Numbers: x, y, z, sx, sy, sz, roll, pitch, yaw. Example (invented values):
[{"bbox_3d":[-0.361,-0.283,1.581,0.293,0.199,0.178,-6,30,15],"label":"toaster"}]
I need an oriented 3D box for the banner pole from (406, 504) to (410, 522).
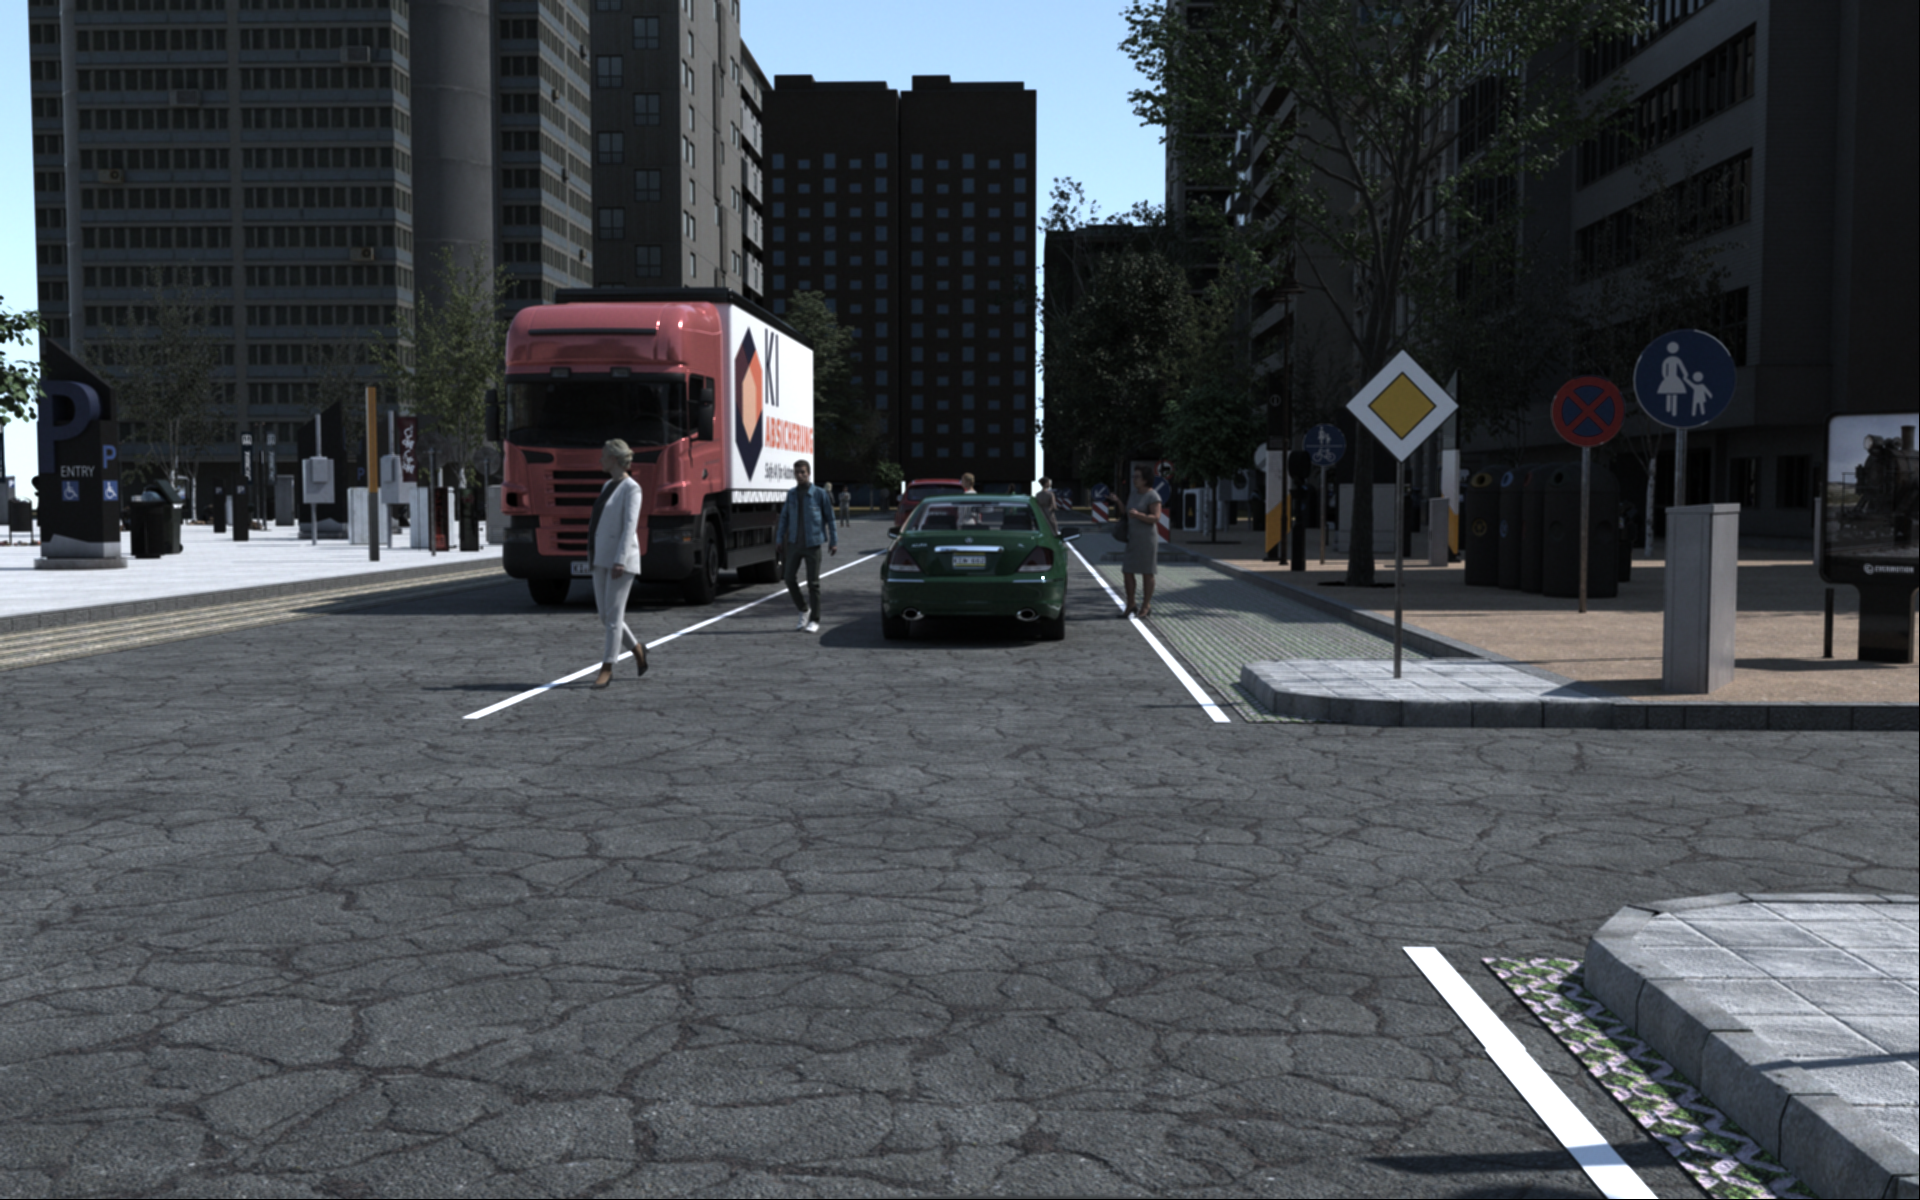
[{"bbox_3d":[-25.707,-5.561,80.931,0.401,3.779,0.863,2,4,24],"label":"banner pole"}]

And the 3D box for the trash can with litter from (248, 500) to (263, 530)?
[{"bbox_3d":[-25.608,-3.129,62.546,1.055,1.170,0.624,2,4,28],"label":"trash can with litter"}]

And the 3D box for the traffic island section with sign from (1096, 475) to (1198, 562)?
[{"bbox_3d":[4.018,-1.744,37.143,1.989,1.847,2.006,0,4,2],"label":"traffic island section with sign"}]

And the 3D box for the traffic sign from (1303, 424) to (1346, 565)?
[{"bbox_3d":[6.603,-1.919,31.475,0.768,2.556,0.104,0,4,7],"label":"traffic sign"}]

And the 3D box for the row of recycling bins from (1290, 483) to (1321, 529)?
[{"bbox_3d":[13.335,-3.536,64.924,3.534,1.692,1.069,2,4,33],"label":"row of recycling bins"}]

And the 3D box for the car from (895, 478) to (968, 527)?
[{"bbox_3d":[-0.499,-2.125,43.421,2.281,1.827,5.304,0,4,2],"label":"car"}]

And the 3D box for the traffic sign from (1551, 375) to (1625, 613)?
[{"bbox_3d":[6.734,-1.134,18.654,0.768,2.556,0.104,0,4,7],"label":"traffic sign"}]

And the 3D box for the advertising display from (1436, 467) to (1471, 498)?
[{"bbox_3d":[11.804,-2.218,41.475,0.974,1.923,0.123,-2,4,-26],"label":"advertising display"}]

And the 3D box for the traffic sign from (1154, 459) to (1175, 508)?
[{"bbox_3d":[7.414,-3.835,62.815,0.768,2.556,0.104,1,4,10],"label":"traffic sign"}]

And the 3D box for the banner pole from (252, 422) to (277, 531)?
[{"bbox_3d":[-24.111,-4.306,60.420,0.863,3.779,0.401,2,4,28],"label":"banner pole"}]

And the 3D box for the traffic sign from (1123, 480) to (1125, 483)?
[{"bbox_3d":[8.592,-5.309,86.804,0.884,2.594,0.081,1,4,8],"label":"traffic sign"}]

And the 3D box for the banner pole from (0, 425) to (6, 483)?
[{"bbox_3d":[-27.059,-3.576,48.492,0.401,3.779,0.863,1,4,18],"label":"banner pole"}]

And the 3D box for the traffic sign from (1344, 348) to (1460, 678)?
[{"bbox_3d":[3.044,-0.511,12.004,0.795,2.450,0.064,0,4,2],"label":"traffic sign"}]

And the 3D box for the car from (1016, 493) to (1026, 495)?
[{"bbox_3d":[3.837,-6.580,116.375,1.959,1.807,4.718,0,4,4],"label":"car"}]

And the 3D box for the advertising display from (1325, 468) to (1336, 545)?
[{"bbox_3d":[9.565,-2.330,43.317,0.974,1.923,0.123,-1,4,-20],"label":"advertising display"}]

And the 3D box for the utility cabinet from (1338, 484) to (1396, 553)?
[{"bbox_3d":[8.830,-1.768,37.588,1.173,1.500,0.318,1,4,10],"label":"utility cabinet"}]

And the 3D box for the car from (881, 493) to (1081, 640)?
[{"bbox_3d":[0.228,-0.410,18.497,2.131,1.459,4.920,0,4,4],"label":"car"}]

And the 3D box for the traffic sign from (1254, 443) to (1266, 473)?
[{"bbox_3d":[7.590,-2.595,42.541,0.768,2.556,0.104,1,4,11],"label":"traffic sign"}]

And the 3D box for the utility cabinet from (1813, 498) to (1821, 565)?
[{"bbox_3d":[15.890,-1.219,31.085,0.306,1.237,1.020,-2,4,-32],"label":"utility cabinet"}]

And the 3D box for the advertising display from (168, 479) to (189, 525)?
[{"bbox_3d":[-32.927,-4.144,72.973,0.974,1.923,0.123,1,4,22],"label":"advertising display"}]

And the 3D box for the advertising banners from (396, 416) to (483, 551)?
[{"bbox_3d":[-11.709,-2.614,38.926,2.074,3.025,0.090,1,4,13],"label":"advertising banners"}]

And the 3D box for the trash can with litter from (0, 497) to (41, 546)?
[{"bbox_3d":[-23.778,-1.962,43.143,2.233,1.210,1.678,-1,4,-10],"label":"trash can with litter"}]

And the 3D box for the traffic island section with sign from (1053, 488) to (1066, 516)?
[{"bbox_3d":[6.924,-6.451,114.099,1.989,1.847,2.006,0,4,2],"label":"traffic island section with sign"}]

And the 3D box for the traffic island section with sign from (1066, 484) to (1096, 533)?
[{"bbox_3d":[5.043,-3.391,64.079,1.989,1.847,2.006,0,4,2],"label":"traffic island section with sign"}]

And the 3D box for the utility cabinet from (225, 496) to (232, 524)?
[{"bbox_3d":[-30.751,-3.808,73.423,1.020,1.237,0.306,0,4,8],"label":"utility cabinet"}]

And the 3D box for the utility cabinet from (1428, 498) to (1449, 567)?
[{"bbox_3d":[8.542,-1.210,30.947,0.306,1.237,1.020,1,4,12],"label":"utility cabinet"}]

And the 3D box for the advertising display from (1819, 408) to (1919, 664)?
[{"bbox_3d":[7.079,-0.488,13.192,0.123,1.923,0.974,-3,5,-43],"label":"advertising display"}]

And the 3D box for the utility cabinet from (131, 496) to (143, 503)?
[{"bbox_3d":[-31.207,-3.381,66.442,0.306,1.237,1.020,3,4,37],"label":"utility cabinet"}]

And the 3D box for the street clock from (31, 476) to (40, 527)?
[{"bbox_3d":[-36.395,-3.908,68.462,0.471,2.002,0.358,-1,4,-18],"label":"street clock"}]

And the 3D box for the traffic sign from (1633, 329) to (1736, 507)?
[{"bbox_3d":[5.600,-0.818,13.474,0.768,2.556,0.104,0,4,6],"label":"traffic sign"}]

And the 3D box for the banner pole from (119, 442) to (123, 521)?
[{"bbox_3d":[-40.640,-5.722,83.579,0.401,3.779,0.863,1,4,11],"label":"banner pole"}]

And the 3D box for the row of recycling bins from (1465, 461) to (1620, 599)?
[{"bbox_3d":[7.688,-0.969,22.959,1.069,1.692,3.534,0,4,-4],"label":"row of recycling bins"}]

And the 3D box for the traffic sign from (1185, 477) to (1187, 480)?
[{"bbox_3d":[9.229,-4.431,72.554,0.768,2.556,0.104,0,4,8],"label":"traffic sign"}]

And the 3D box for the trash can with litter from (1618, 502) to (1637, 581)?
[{"bbox_3d":[9.395,-0.863,25.494,0.624,1.170,1.055,-3,5,-39],"label":"trash can with litter"}]

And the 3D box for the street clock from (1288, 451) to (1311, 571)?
[{"bbox_3d":[5.655,-1.488,28.895,0.358,2.002,0.471,2,4,34],"label":"street clock"}]

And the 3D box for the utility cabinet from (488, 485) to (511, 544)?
[{"bbox_3d":[-11.225,-2.124,43.404,1.173,1.500,0.318,1,4,12],"label":"utility cabinet"}]

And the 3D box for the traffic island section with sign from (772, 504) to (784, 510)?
[{"bbox_3d":[-6.834,-3.390,64.054,1.989,1.847,2.006,0,4,2],"label":"traffic island section with sign"}]

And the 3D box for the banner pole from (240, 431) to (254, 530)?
[{"bbox_3d":[-24.959,-4.343,61.026,0.401,3.779,0.863,2,4,29],"label":"banner pole"}]

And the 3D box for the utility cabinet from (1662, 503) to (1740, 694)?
[{"bbox_3d":[4.941,-0.024,11.560,0.306,1.237,1.020,2,4,33],"label":"utility cabinet"}]

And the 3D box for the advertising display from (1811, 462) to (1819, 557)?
[{"bbox_3d":[17.618,-1.852,35.502,0.123,1.923,0.974,3,4,36],"label":"advertising display"}]

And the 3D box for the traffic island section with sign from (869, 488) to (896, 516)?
[{"bbox_3d":[-4.934,-6.470,114.405,1.989,1.847,2.006,0,4,2],"label":"traffic island section with sign"}]
